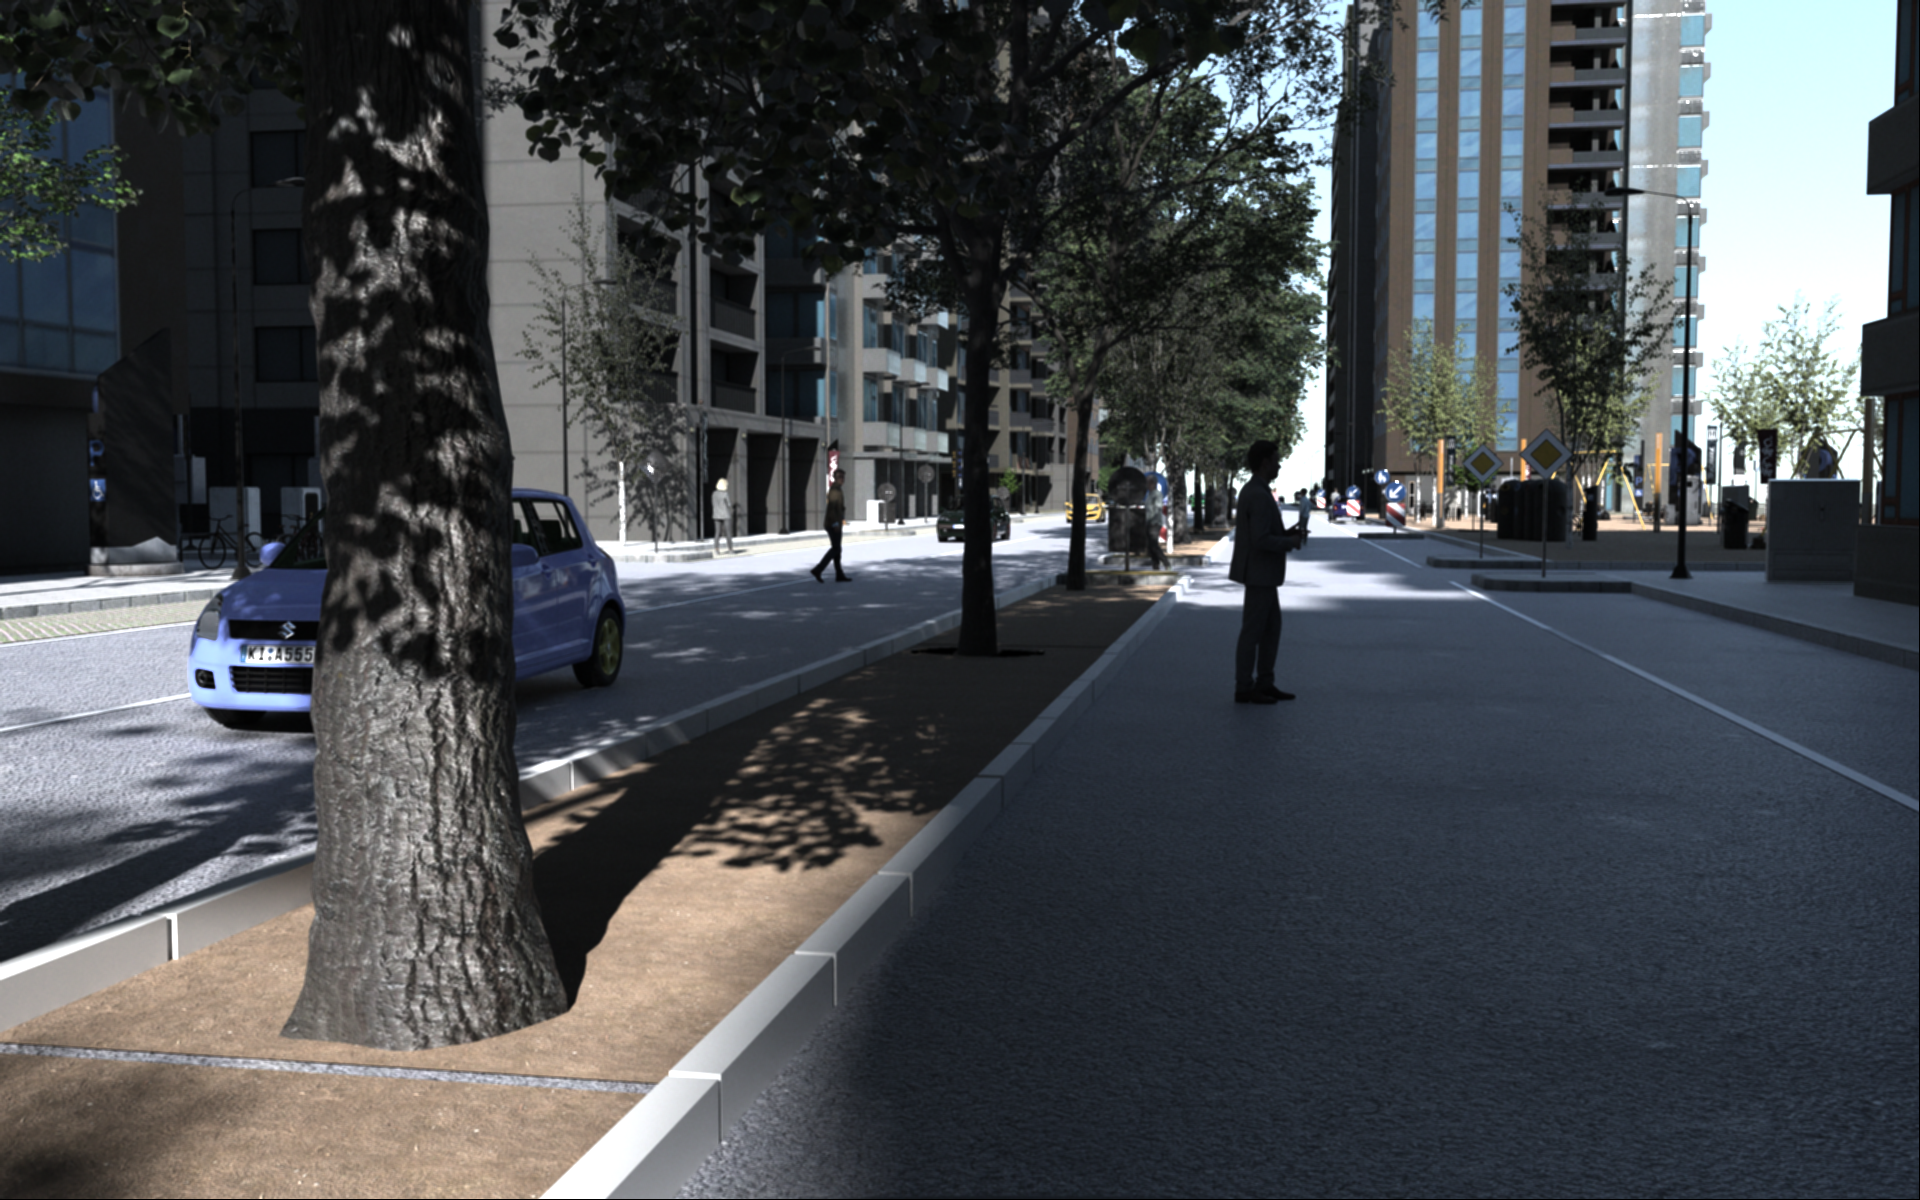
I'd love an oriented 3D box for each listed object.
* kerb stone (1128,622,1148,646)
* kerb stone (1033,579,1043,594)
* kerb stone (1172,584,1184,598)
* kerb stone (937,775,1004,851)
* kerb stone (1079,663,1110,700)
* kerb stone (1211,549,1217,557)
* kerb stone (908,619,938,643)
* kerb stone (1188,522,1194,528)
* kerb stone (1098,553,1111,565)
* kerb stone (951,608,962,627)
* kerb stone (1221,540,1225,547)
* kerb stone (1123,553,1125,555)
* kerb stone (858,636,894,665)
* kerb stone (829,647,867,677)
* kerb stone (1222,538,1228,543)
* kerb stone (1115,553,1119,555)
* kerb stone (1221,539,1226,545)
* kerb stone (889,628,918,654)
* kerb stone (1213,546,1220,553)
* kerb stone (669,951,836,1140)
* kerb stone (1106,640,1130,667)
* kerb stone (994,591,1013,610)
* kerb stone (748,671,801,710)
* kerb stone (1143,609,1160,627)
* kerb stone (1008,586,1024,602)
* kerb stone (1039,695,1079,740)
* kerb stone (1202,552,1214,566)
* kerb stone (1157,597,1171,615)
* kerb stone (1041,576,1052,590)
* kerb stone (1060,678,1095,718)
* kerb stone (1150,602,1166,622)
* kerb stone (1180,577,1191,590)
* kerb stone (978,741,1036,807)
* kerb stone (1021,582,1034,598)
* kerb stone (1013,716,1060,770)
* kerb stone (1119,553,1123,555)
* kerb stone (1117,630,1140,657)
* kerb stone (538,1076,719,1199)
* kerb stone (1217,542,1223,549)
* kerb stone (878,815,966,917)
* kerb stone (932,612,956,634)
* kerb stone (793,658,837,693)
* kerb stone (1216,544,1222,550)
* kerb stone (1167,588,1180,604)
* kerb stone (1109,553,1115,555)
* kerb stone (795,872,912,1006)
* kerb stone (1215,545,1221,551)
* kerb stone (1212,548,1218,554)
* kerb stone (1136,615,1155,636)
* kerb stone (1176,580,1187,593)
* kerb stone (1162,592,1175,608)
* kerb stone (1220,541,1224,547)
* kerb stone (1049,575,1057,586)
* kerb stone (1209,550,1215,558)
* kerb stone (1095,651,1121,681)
[{"bbox_3d":[1.669,0.348,16.504,0.120,0.150,1.000,1,4,10],"label":"kerb stone"},{"bbox_3d":[1.042,-0.167,24.976,0.120,0.150,1.000,1,4,10],"label":"kerb stone"},{"bbox_3d":[2.926,-0.084,23.562,0.120,0.150,1.000,1,4,10],"label":"kerb stone"},{"bbox_3d":[0.042,0.912,7.377,0.120,0.150,1.000,1,4,10],"label":"kerb stone"},{"bbox_3d":[0.953,0.596,12.454,0.120,0.150,1.000,1,4,10],"label":"kerb stone"},{"bbox_3d":[5.539,-0.981,38.229,0.120,0.150,1.000,1,4,10],"label":"kerb stone"},{"bbox_3d":[-0.391,0.324,16.892,0.120,0.150,1.000,1,4,10],"label":"kerb stone"},{"bbox_3d":[10.308,-3.347,76.966,0.120,0.150,1.000,1,4,10],"label":"kerb stone"},{"bbox_3d":[2.939,-0.819,35.589,0.120,0.150,1.000,1,4,10],"label":"kerb stone"},{"bbox_3d":[-0.034,0.201,18.909,0.120,0.150,1.000,1,4,10],"label":"kerb stone"},{"bbox_3d":[6.798,-1.410,45.300,0.120,0.150,1.000,1,4,10],"label":"kerb stone"},{"bbox_3d":[3.651,-1.062,39.615,0.120,0.150,1.000,1,4,10],"label":"kerb stone"},{"bbox_3d":[-0.750,0.452,14.875,0.120,0.150,1.000,1,4,10],"label":"kerb stone"},{"bbox_3d":[-0.939,0.517,13.867,0.120,0.150,1.000,1,4,10],"label":"kerb stone"},{"bbox_3d":[7.166,-1.535,47.314,0.120,0.150,1.000,1,4,10],"label":"kerb stone"},{"bbox_3d":[3.284,-0.942,37.604,0.120,0.150,1.000,1,4,10],"label":"kerb stone"},{"bbox_3d":[6.977,-1.475,46.306,0.120,0.150,1.000,1,4,10],"label":"kerb stone"},{"bbox_3d":[-0.568,0.392,15.885,0.120,0.150,1.000,1,4,10],"label":"kerb stone"},{"bbox_3d":[5.903,-1.103,40.257,0.120,0.150,1.000,1,4,10],"label":"kerb stone"},{"bbox_3d":[-0.500,1.093,4.334,0.120,0.150,1.000,1,4,10],"label":"kerb stone"},{"bbox_3d":[1.302,0.473,14.474,0.120,0.150,1.000,1,4,10],"label":"kerb stone"},{"bbox_3d":[0.508,0.015,21.952,0.120,0.150,1.000,1,4,10],"label":"kerb stone"},{"bbox_3d":[-1.300,0.633,11.848,0.120,0.150,1.000,1,4,10],"label":"kerb stone"},{"bbox_3d":[2.025,0.227,18.520,0.120,0.150,1.000,1,4,10],"label":"kerb stone"},{"bbox_3d":[0.684,-0.047,22.962,0.120,0.150,1.000,1,4,10],"label":"kerb stone"},{"bbox_3d":[0.586,0.720,10.431,0.120,0.150,1.000,1,4,10],"label":"kerb stone"},{"bbox_3d":[5.180,-0.857,36.204,0.120,0.150,1.000,1,4,10],"label":"kerb stone"},{"bbox_3d":[2.388,0.102,20.532,0.120,0.150,1.000,1,4,10],"label":"kerb stone"},{"bbox_3d":[1.215,-0.228,25.983,0.120,0.150,1.000,1,4,10],"label":"kerb stone"},{"bbox_3d":[0.766,0.658,11.438,0.120,0.150,1.000,1,4,10],"label":"kerb stone"},{"bbox_3d":[2.207,0.163,19.526,0.120,0.150,1.000,1,4,10],"label":"kerb stone"},{"bbox_3d":[3.291,-0.208,25.592,0.120,0.150,1.000,1,4,10],"label":"kerb stone"},{"bbox_3d":[0.228,0.844,8.398,0.120,0.150,1.000,1,4,10],"label":"kerb stone"},{"bbox_3d":[0.864,-0.108,23.969,0.120,0.150,1.000,1,4,10],"label":"kerb stone"},{"bbox_3d":[0.410,0.782,9.413,0.120,0.150,1.000,1,4,10],"label":"kerb stone"},{"bbox_3d":[3.478,-1.004,38.607,0.120,0.150,1.000,1,4,10],"label":"kerb stone"},{"bbox_3d":[1.486,0.410,15.492,0.120,0.150,1.000,1,4,10],"label":"kerb stone"},{"bbox_3d":[-0.677,1.156,3.327,0.120,0.150,1.000,1,4,10],"label":"kerb stone"},{"bbox_3d":[6.439,-1.285,43.277,0.120,0.150,1.000,1,4,10],"label":"kerb stone"},{"bbox_3d":[-0.133,0.968,6.370,0.120,0.150,1.000,1,4,10],"label":"kerb stone"},{"bbox_3d":[-0.219,0.263,17.900,0.120,0.150,1.000,1,4,10],"label":"kerb stone"},{"bbox_3d":[-1.113,0.574,12.856,0.120,0.150,1.000,1,4,10],"label":"kerb stone"},{"bbox_3d":[6.258,-1.228,42.270,0.120,0.150,1.000,1,4,10],"label":"kerb stone"},{"bbox_3d":[2.739,-0.022,22.550,0.120,0.150,1.000,1,4,10],"label":"kerb stone"},{"bbox_3d":[3.116,-0.878,36.596,0.120,0.150,1.000,1,4,10],"label":"kerb stone"},{"bbox_3d":[-0.318,1.031,5.345,0.120,0.150,1.000,1,4,10],"label":"kerb stone"},{"bbox_3d":[6.077,-1.163,41.264,0.120,0.150,1.000,1,4,10],"label":"kerb stone"},{"bbox_3d":[5.725,-1.042,39.248,0.120,0.150,1.000,1,4,10],"label":"kerb stone"},{"bbox_3d":[1.848,0.287,17.510,0.120,0.150,1.000,1,4,10],"label":"kerb stone"},{"bbox_3d":[3.105,-0.143,24.584,0.120,0.150,1.000,1,4,10],"label":"kerb stone"},{"bbox_3d":[2.560,0.042,21.541,0.120,0.150,1.000,1,4,10],"label":"kerb stone"},{"bbox_3d":[6.619,-1.351,44.293,0.120,0.150,1.000,1,4,10],"label":"kerb stone"},{"bbox_3d":[1.406,-0.293,26.987,0.120,0.150,1.000,1,4,10],"label":"kerb stone"},{"bbox_3d":[5.359,-0.919,37.214,0.120,0.150,1.000,1,4,10],"label":"kerb stone"},{"bbox_3d":[1.130,0.538,13.462,0.120,0.150,1.000,1,4,10],"label":"kerb stone"}]
